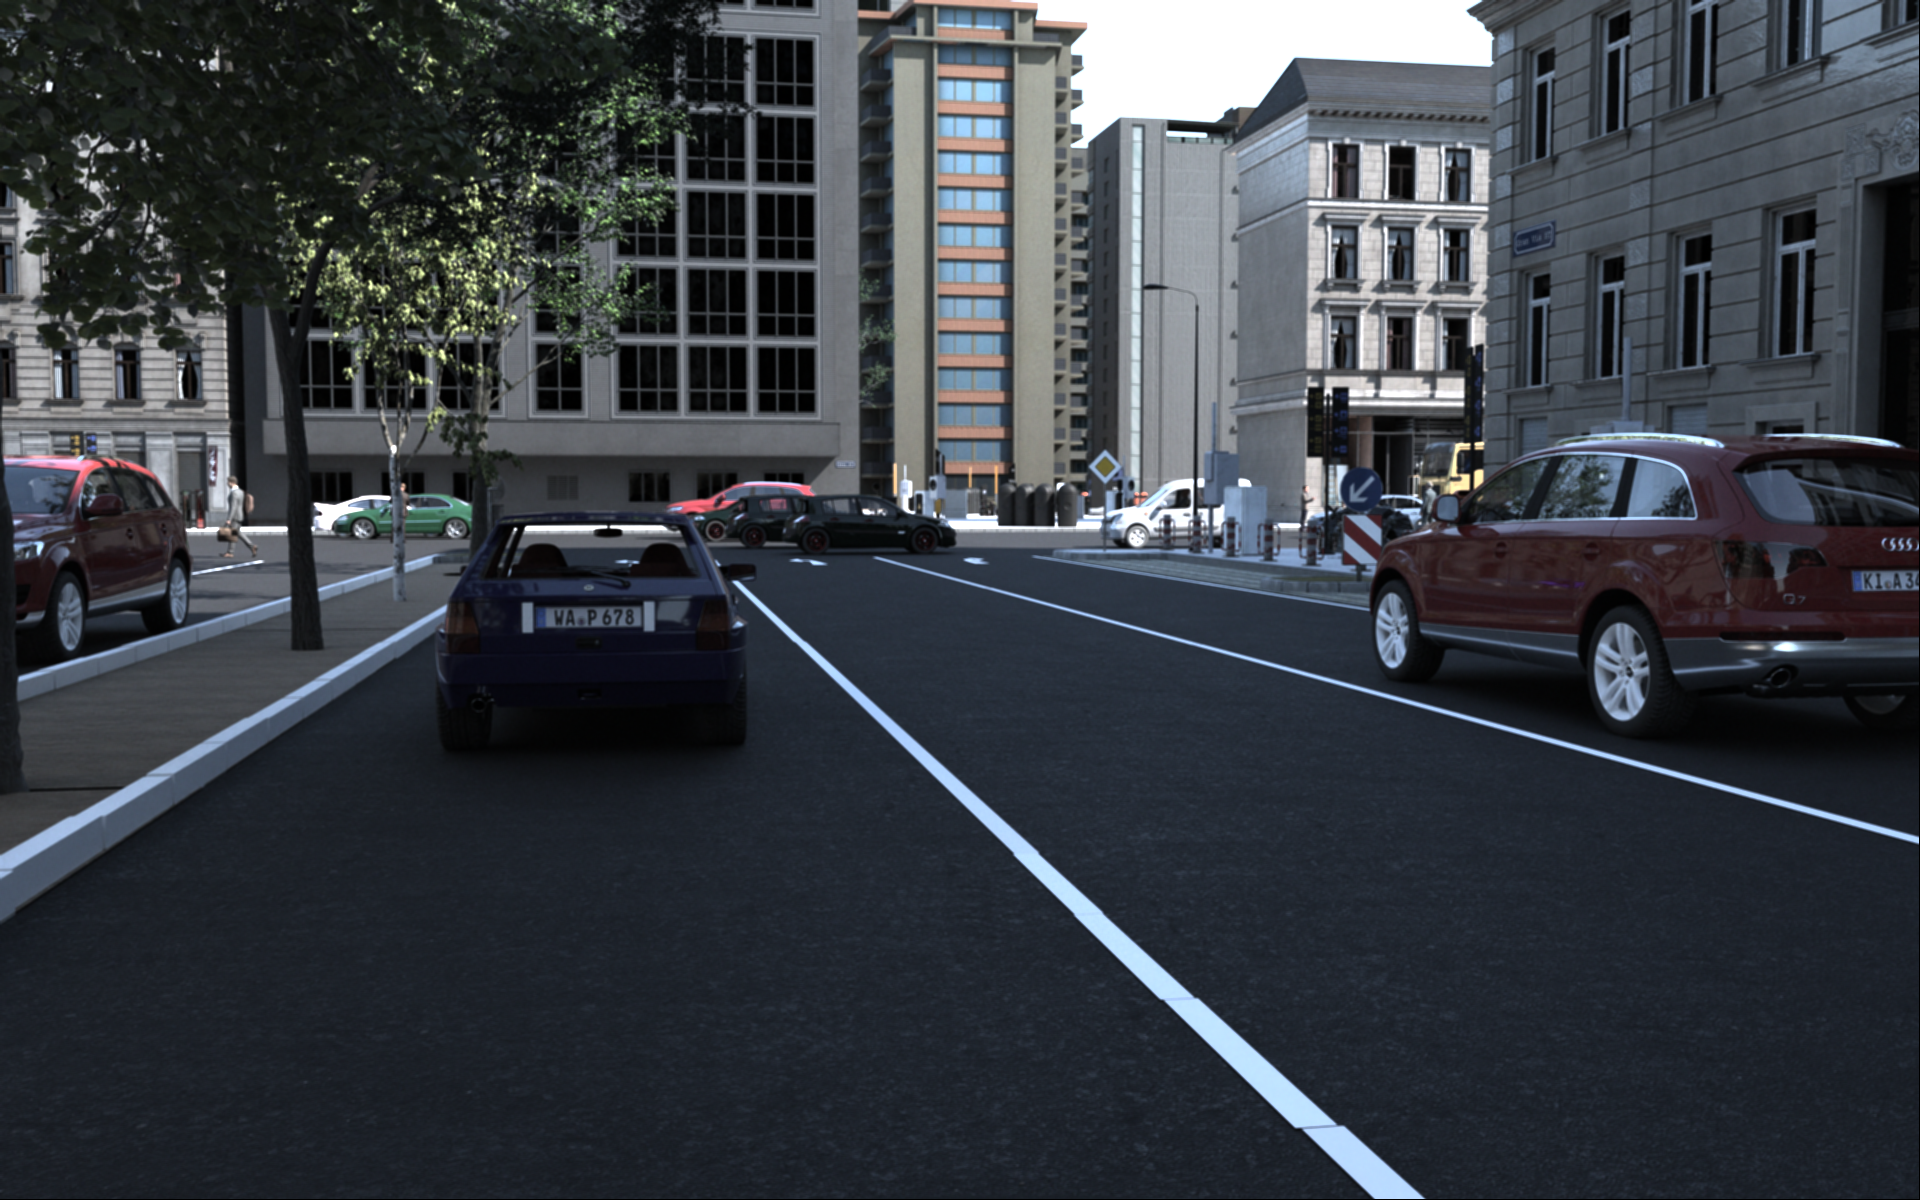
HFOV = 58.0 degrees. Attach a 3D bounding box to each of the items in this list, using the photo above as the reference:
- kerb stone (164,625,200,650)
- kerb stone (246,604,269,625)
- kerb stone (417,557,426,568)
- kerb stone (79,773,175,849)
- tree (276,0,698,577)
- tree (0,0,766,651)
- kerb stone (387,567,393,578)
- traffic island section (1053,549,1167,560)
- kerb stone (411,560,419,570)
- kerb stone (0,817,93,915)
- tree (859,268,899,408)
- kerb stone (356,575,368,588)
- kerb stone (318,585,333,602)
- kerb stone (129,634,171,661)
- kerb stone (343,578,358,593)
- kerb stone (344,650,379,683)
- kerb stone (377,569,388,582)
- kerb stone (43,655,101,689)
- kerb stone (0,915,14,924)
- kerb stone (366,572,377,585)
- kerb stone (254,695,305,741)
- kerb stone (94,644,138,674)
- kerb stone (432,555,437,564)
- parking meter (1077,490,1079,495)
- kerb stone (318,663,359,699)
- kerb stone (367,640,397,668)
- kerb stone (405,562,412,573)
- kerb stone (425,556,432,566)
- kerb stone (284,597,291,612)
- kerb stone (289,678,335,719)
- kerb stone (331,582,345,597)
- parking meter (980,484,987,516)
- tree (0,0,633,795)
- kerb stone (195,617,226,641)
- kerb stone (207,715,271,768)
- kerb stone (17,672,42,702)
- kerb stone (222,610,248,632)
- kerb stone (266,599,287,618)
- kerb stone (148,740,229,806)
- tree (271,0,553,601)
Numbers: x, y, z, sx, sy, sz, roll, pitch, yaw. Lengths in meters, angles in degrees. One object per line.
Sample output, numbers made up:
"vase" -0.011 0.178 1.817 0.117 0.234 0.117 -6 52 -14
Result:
"kerb stone" -7.314 0.371 16.166 0.120 0.150 1.000 -1 4 -10
"kerb stone" -7.861 0.184 19.197 0.120 0.150 1.000 -1 4 -10
"kerb stone" -10.456 -0.682 33.361 0.120 0.150 1.000 -1 4 -10
"kerb stone" -3.573 0.910 7.424 0.120 0.150 1.000 -1 4 -10
"tree" -8.287 -6.217 29.865 9.928 11.665 9.643 0 3 0
"tree" -6.020 -4.833 15.895 8.767 10.594 7.601 -1 4 -10
"kerb stone" -9.719 -0.435 29.312 0.120 0.150 1.000 -1 4 -10
"traffic island section" 3.252 -1.007 38.740 2.009 0.180 2.903 -1 4 -10
"kerb stone" -10.274 -0.615 32.350 0.120 0.150 1.000 -1 4 -10
"kerb stone" -3.392 0.965 6.411 0.120 0.150 1.000 -1 4 -10
"tree" -10.608 -16.815 130.819 12.611 20.169 13.585 0 3 0
"kerb stone" -9.160 -0.250 26.278 0.120 0.150 1.000 -1 4 -10
"kerb stone" -8.600 -0.064 23.246 0.120 0.150 1.000 -1 4 -10
"kerb stone" -7.124 0.431 15.143 0.120 0.150 1.000 -1 4 -10
"kerb stone" -8.970 -0.188 25.270 0.120 0.150 1.000 -1 4 -10
"kerb stone" -4.684 0.532 13.498 0.120 0.150 1.000 -1 4 -10
"kerb stone" -9.531 -0.374 28.304 0.120 0.150 1.000 -1 4 -10
"kerb stone" -6.746 0.555 13.115 0.120 0.150 1.000 -1 4 -10
"kerb stone" -3.190 1.027 5.400 0.120 0.150 1.000 -1 4 -10
"kerb stone" -9.357 -0.311 27.286 0.120 0.150 1.000 -1 4 -10
"kerb stone" -4.130 0.725 10.462 0.120 0.150 1.000 -1 4 -10
"kerb stone" -6.935 0.500 14.131 0.120 0.150 1.000 -1 4 -10
"kerb stone" -10.838 -0.806 35.381 0.120 0.150 1.000 -1 4 -10
"parking meter" 6.355 -5.291 94.913 0.372 1.533 0.369 0 3 0
"kerb stone" -4.496 0.594 12.481 0.120 0.150 1.000 -1 4 -10
"kerb stone" -4.875 0.470 14.514 0.120 0.150 1.000 -1 4 -10
"kerb stone" -10.092 -0.555 31.330 0.120 0.150 1.000 -1 4 -10
"kerb stone" -10.650 -0.744 34.368 0.120 0.150 1.000 -1 4 -10
"kerb stone" -8.234 0.060 21.221 0.120 0.150 1.000 -1 4 -10
"kerb stone" -4.312 0.661 11.473 0.120 0.150 1.000 -1 4 -10
"kerb stone" -8.800 -0.126 24.259 0.120 0.150 1.000 -1 4 -10
"parking meter" 1.380 -5.893 102.060 0.399 1.863 0.255 -2 4 -26
"tree" -4.881 -5.364 8.287 7.486 12.596 7.792 0 3 0
"kerb stone" -7.493 0.309 17.177 0.120 0.150 1.000 -1 4 -10
"kerb stone" -3.944 0.780 9.444 0.120 0.150 1.000 -1 4 -10
"kerb stone" -6.562 0.623 12.099 0.120 0.150 1.000 -1 4 -10
"kerb stone" -7.679 0.245 18.185 0.120 0.150 1.000 -1 4 -10
"kerb stone" -8.054 0.121 20.211 0.120 0.150 1.000 -1 4 -10
"kerb stone" -3.755 0.842 8.433 0.120 0.150 1.000 -1 4 -10
"tree" -7.380 -4.267 22.580 4.737 8.622 4.395 0 3 0
